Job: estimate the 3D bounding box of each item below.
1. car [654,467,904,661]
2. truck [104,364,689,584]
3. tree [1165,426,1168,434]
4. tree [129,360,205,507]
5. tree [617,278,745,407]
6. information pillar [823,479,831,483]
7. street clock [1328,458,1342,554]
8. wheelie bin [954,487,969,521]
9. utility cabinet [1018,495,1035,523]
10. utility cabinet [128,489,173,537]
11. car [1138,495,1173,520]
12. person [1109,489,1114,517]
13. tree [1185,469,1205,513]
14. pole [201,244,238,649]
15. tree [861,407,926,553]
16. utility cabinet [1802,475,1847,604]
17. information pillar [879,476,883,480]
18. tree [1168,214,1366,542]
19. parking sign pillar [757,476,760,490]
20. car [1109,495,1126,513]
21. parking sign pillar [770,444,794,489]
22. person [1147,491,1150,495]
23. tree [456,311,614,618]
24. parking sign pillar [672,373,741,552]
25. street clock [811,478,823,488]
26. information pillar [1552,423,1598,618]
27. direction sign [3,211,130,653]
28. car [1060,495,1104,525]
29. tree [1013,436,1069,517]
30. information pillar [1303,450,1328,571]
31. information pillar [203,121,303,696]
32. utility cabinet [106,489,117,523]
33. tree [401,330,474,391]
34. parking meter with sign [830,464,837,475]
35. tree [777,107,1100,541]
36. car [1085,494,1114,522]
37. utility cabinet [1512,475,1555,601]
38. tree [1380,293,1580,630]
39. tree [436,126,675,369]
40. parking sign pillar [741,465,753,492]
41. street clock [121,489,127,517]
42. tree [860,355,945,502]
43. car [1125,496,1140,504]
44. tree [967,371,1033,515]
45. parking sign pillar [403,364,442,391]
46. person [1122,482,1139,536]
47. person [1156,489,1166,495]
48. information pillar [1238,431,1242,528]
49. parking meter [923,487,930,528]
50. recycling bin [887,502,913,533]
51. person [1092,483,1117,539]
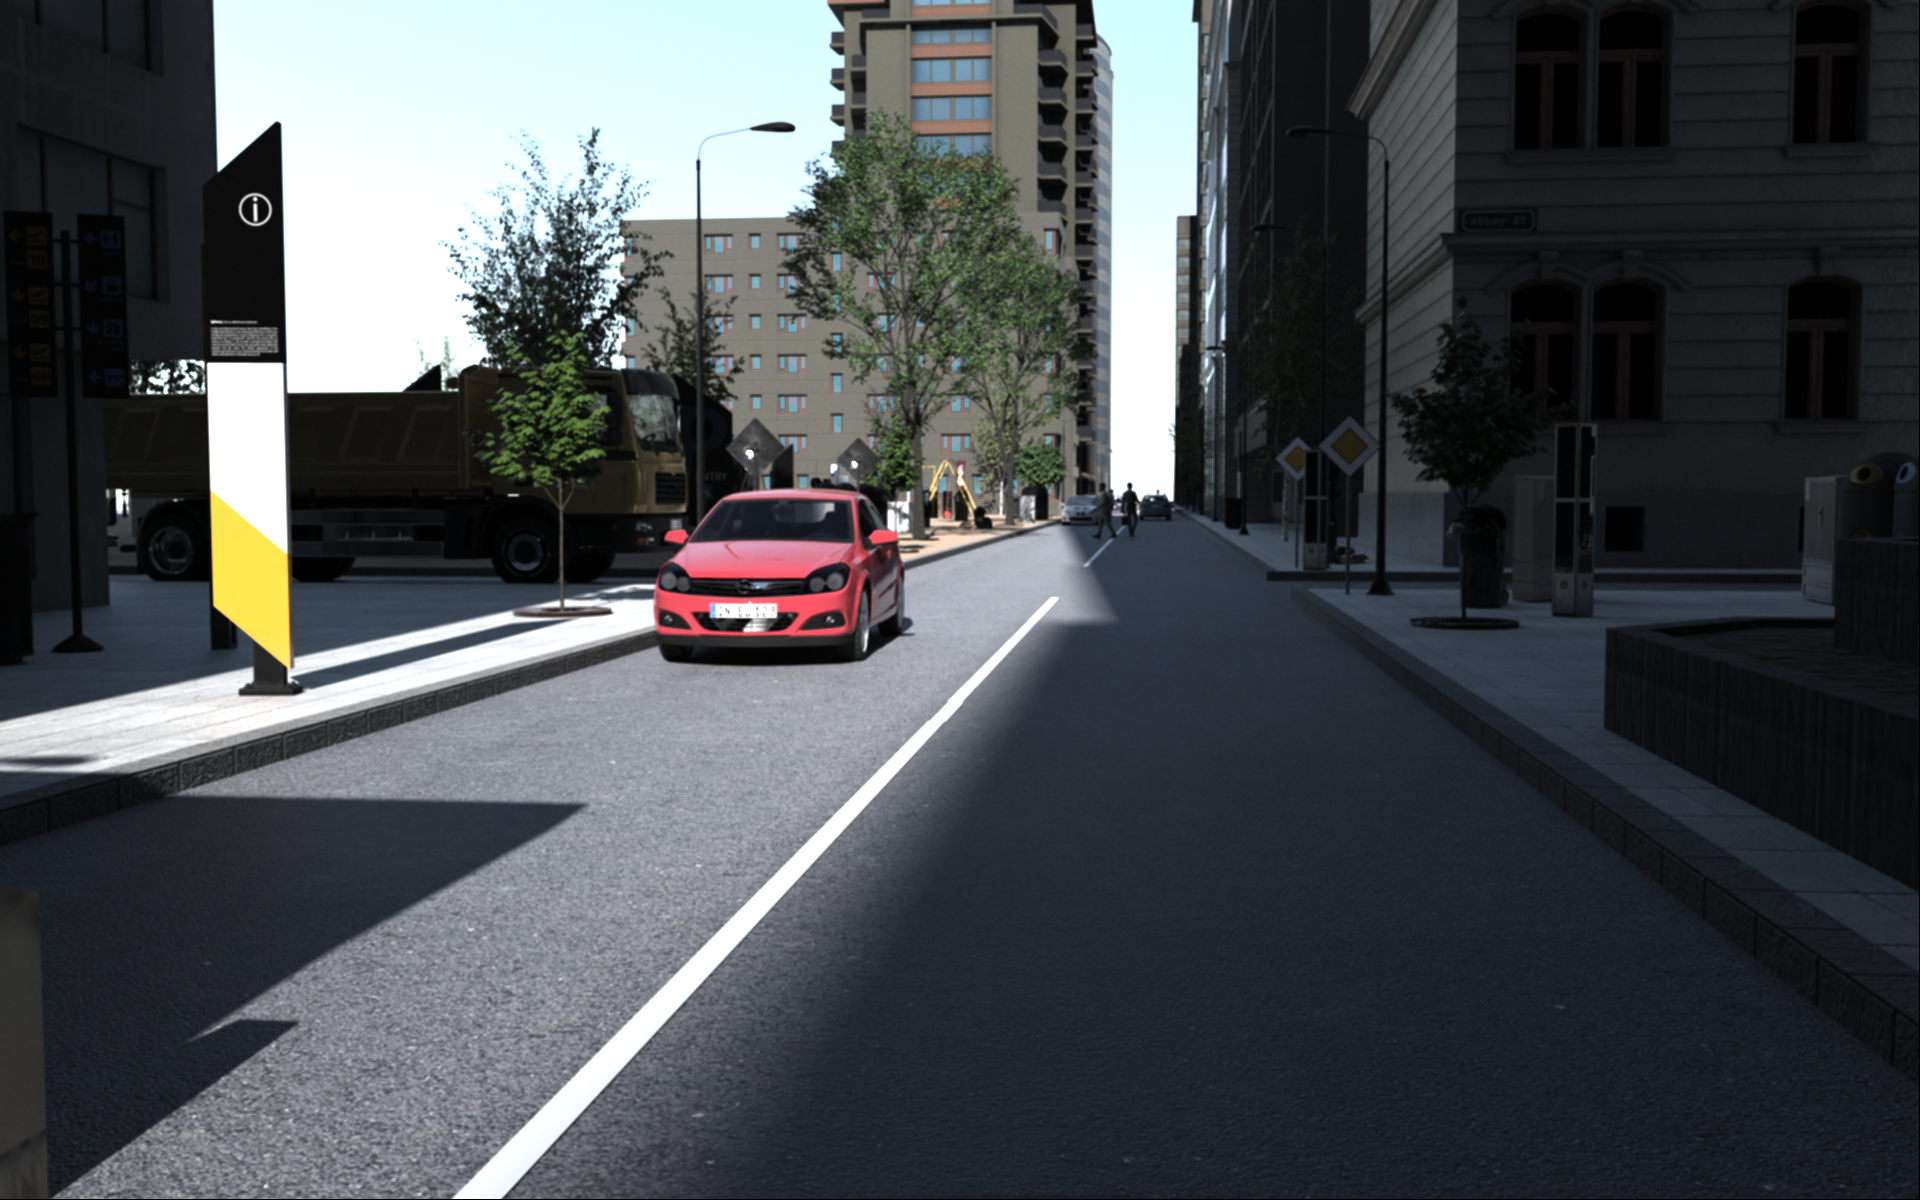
[{"bbox_3d":[-1.591,-0.441,16.247,2.155,1.783,4.494,0,4,5],"label":"car"},{"bbox_3d":[-8.426,-1.922,27.352,9.791,3.379,3.469,0,4,8],"label":"truck"},{"bbox_3d":[15.711,-9.887,112.017,4.737,8.622,4.395,0,3,0],"label":"tree"},{"bbox_3d":[-24.502,-6.010,48.634,4.360,8.622,3.978,0,3,0],"label":"tree"},{"bbox_3d":[-9.358,-6.674,59.488,4.737,8.622,4.395,0,3,0],"label":"tree"},{"bbox_3d":[-6.421,-4.841,83.637,0.304,2.012,0.304,1,4,17],"label":"information pillar"},{"bbox_3d":[7.373,-1.817,34.284,0.358,2.002,0.471,1,4,10],"label":"street clock"},{"bbox_3d":[0.098,-4.543,82.192,0.693,1.594,0.980,1,4,11],"label":"wheelie bin"},{"bbox_3d":[2.974,-4.043,77.257,0.306,1.237,1.020,-2,4,-27],"label":"utility cabinet"},{"bbox_3d":[-24.179,-2.634,51.737,1.173,1.500,0.318,-3,5,-43],"label":"utility cabinet"},{"bbox_3d":[10.793,-5.125,95.791,2.014,1.417,4.499,0,4,6],"label":"car"},{"bbox_3d":[9.580,-6.071,108.556,0.721,1.735,1.217,0,4,6],"label":"person"},{"bbox_3d":[16.034,-7.487,117.021,1.663,3.219,1.824,0,3,0],"label":"tree"},{"bbox_3d":[-6.109,-1.250,14.284,0.158,3.312,0.155,0,3,0],"label":"pole"},{"bbox_3d":[-1.332,-2.665,38.178,1.663,3.219,1.824,0,3,0],"label":"tree"},{"bbox_3d":[10.238,-0.715,20.371,0.318,1.500,1.173,1,4,10],"label":"utility cabinet"},{"bbox_3d":[-2.869,-3.753,65.850,0.304,2.012,0.304,-3,4,-36],"label":"information pillar"},{"bbox_3d":[8.941,-5.889,46.647,4.737,8.622,4.395,0,3,0],"label":"tree"},{"bbox_3d":[-12.068,-6.723,98.395,1.447,3.967,1.447,-1,4,-17],"label":"parking sign pillar"},{"bbox_3d":[11.798,-7.374,133.142,1.945,1.354,3.894,0,4,8],"label":"car"},{"bbox_3d":[-9.509,-6.357,92.410,1.447,3.967,1.447,3,5,44],"label":"parking sign pillar"},{"bbox_3d":[20.795,-11.071,190.237,0.721,1.736,1.217,2,4,23],"label":"person"},{"bbox_3d":[-4.238,-1.463,18.526,1.663,3.219,1.824,0,3,0],"label":"tree"},{"bbox_3d":[-5.710,-3.064,38.572,1.447,3.967,1.447,-1,4,-11],"label":"parking sign pillar"},{"bbox_3d":[-6.435,-4.454,77.390,0.358,2.002,0.471,3,4,38],"label":"street clock"},{"bbox_3d":[6.418,-0.832,18.092,0.304,2.012,0.304,-2,4,-33],"label":"information pillar"},{"bbox_3d":[-7.218,-1.350,14.069,0.876,3.537,0.379,-1,4,-18],"label":"direction sign"},{"bbox_3d":[5.769,-4.203,81.088,2.083,1.381,4.827,0,4,7],"label":"car"},{"bbox_3d":[4.499,-6.941,97.201,4.285,4.588,4.351,0,3,0],"label":"tree"},{"bbox_3d":[5.966,-1.502,29.053,0.304,2.012,0.304,3,4,39],"label":"information pillar"},{"bbox_3d":[-4.500,-1.201,10.991,0.504,3.616,0.183,0,4,-2],"label":"information pillar"},{"bbox_3d":[-37.358,-4.126,76.140,0.318,1.500,1.173,-3,4,-38],"label":"utility cabinet"},{"bbox_3d":[-23.597,-7.815,78.139,4.737,8.622,4.395,0,3,0],"label":"tree"},{"bbox_3d":[-6.959,-6.426,101.326,0.543,3.016,1.738,1,4,23],"label":"parking meter with sign"},{"bbox_3d":[-1.318,-7.470,47.896,9.928,11.665,9.643,0,3,0],"label":"tree"},{"bbox_3d":[6.996,-4.879,89.994,2.015,1.641,3.980,0,4,5],"label":"car"},{"bbox_3d":[7.102,-0.744,20.848,1.173,1.500,0.318,-3,5,-43],"label":"utility cabinet"},{"bbox_3d":[4.843,-1.363,16.893,1.663,3.219,1.824,0,3,0],"label":"tree"},{"bbox_3d":[-7.808,-5.116,34.009,4.360,8.622,3.978,0,3,0],"label":"tree"},{"bbox_3d":[-11.951,-6.312,91.668,1.447,3.967,1.447,-1,4,-20],"label":"parking sign pillar"},{"bbox_3d":[-46.185,-5.575,95.720,0.471,2.002,0.358,-3,5,-41],"label":"street clock"},{"bbox_3d":[-2.898,-8.491,89.194,4.360,8.622,3.978,0,3,0],"label":"tree"},{"bbox_3d":[24.294,-14.173,244.090,2.083,1.381,4.827,0,4,8],"label":"car"},{"bbox_3d":[2.451,-9.398,104.019,4.737,8.622,4.395,0,3,0],"label":"tree"},{"bbox_3d":[-11.295,-2.883,35.607,1.447,3.967,1.447,2,4,35],"label":"parking sign pillar"},{"bbox_3d":[5.800,-3.091,58.999,0.622,1.834,0.822,1,4,20],"label":"person"},{"bbox_3d":[12.421,-5.991,107.251,0.742,1.727,0.445,1,4,17],"label":"person"},{"bbox_3d":[10.492,-4.505,65.008,0.183,3.616,0.504,0,4,4],"label":"information pillar"},{"bbox_3d":[-1.328,-3.504,65.709,0.372,1.533,0.369,0,3,0],"label":"parking meter"},{"bbox_3d":[-1.947,-2.711,56.874,0.722,1.027,0.722,1,4,14],"label":"recycling bin"},{"bbox_3d":[4.655,-2.875,55.783,0.850,1.792,0.678,1,4,11],"label":"person"}]
